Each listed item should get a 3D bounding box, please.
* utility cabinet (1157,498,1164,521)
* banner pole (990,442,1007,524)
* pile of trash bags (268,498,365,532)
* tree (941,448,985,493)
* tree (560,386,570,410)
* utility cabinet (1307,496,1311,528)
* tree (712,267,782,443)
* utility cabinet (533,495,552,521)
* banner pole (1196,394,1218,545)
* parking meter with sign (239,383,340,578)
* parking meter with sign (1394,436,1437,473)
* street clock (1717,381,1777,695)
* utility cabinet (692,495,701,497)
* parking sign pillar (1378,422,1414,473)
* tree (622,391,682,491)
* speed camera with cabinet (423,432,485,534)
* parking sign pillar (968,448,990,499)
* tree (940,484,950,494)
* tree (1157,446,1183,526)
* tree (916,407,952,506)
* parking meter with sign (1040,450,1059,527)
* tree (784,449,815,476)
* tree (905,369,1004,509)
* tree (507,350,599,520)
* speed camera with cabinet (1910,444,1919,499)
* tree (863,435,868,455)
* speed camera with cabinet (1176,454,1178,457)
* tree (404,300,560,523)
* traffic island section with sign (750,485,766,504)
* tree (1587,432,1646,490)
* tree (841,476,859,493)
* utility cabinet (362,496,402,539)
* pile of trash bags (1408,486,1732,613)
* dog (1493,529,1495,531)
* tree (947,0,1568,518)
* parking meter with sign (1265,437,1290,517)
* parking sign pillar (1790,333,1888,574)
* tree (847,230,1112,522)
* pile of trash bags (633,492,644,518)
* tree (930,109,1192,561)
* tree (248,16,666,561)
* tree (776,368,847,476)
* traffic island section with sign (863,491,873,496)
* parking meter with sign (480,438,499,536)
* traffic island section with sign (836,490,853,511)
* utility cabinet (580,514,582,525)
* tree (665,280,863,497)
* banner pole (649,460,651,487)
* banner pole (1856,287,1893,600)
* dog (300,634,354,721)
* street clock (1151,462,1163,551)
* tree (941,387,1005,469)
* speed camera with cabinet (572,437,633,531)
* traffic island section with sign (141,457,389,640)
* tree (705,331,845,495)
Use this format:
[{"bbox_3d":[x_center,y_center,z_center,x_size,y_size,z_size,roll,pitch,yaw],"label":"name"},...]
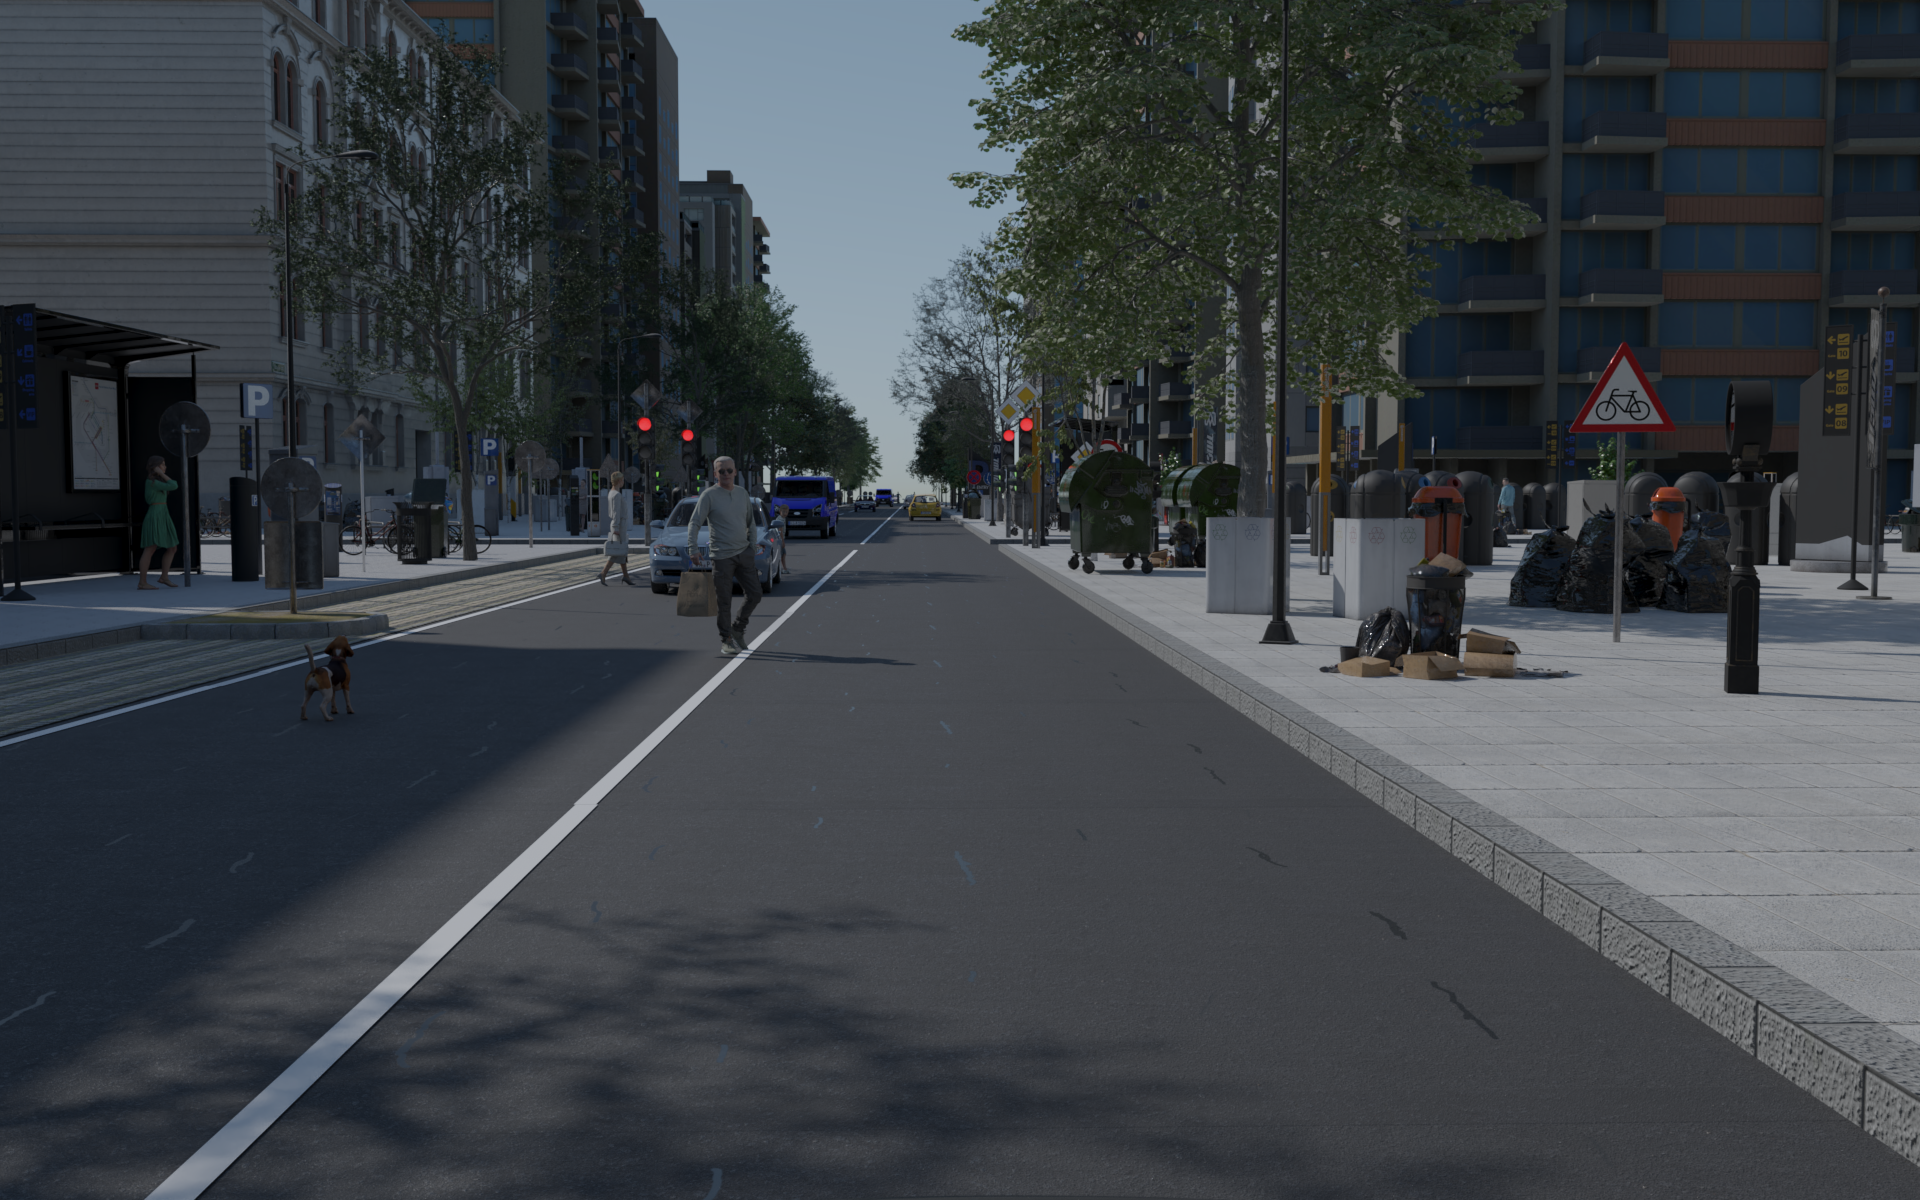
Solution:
[{"bbox_3d":[9.356,-4.294,81.371,0.306,1.237,1.020,2,4,30],"label":"utility cabinet"},{"bbox_3d":[1.688,-5.111,73.574,0.863,3.779,0.401,1,4,11],"label":"banner pole"},{"bbox_3d":[-22.027,-3.038,59.427,3.447,1.369,1.912,-1,4,-8],"label":"pile of trash bags"},{"bbox_3d":[0.288,-8.411,121.240,4.285,4.588,4.351,0,3,0],"label":"tree"},{"bbox_3d":[-19.661,-7.691,76.109,4.737,8.622,4.395,0,3,0],"label":"tree"},{"bbox_3d":[13.284,-3.406,66.849,0.306,1.237,1.020,0,4,-6],"label":"utility cabinet"},{"bbox_3d":[-10.720,-8.118,67.140,8.767,10.594,7.601,1,4,16],"label":"tree"},{"bbox_3d":[-19.682,-4.297,81.420,0.306,1.237,1.020,1,4,14],"label":"utility cabinet"},{"bbox_3d":[6.152,-3.268,43.452,0.863,3.779,0.401,-2,4,-33],"label":"banner pole"},{"bbox_3d":[-10.395,-1.879,26.990,1.738,3.016,0.543,2,4,31],"label":"parking meter with sign"},{"bbox_3d":[13.491,-3.436,52.438,1.738,3.016,0.543,1,4,9],"label":"parking meter with sign"},{"bbox_3d":[5.049,-0.401,11.134,0.358,2.002,0.471,1,4,17],"label":"street clock"},{"bbox_3d":[-12.560,-4.426,83.529,1.020,1.237,0.306,-3,4,-38],"label":"utility cabinet"},{"bbox_3d":[16.473,-4.709,65.470,1.447,3.967,1.447,2,4,33],"label":"parking sign pillar"},{"bbox_3d":[-20.795,-10.250,117.947,4.360,8.622,3.978,0,3,0],"label":"tree"},{"bbox_3d":[-16.137,-3.749,55.634,2.038,3.252,0.660,-2,4,-33],"label":"speed camera with cabinet"},{"bbox_3d":[1.131,-6.856,100.573,1.447,3.967,1.447,0,4,-7],"label":"parking sign pillar"},{"bbox_3d":[-2.485,-16.547,265.147,1.663,3.219,1.824,0,3,0],"label":"tree"},{"bbox_3d":[8.685,-4.610,69.980,1.663,3.219,1.824,0,3,0],"label":"tree"},{"bbox_3d":[-1.005,-16.275,191.857,9.928,11.665,9.643,0,3,0],"label":"tree"},{"bbox_3d":[3.188,-4.388,68.001,0.543,3.016,1.738,-3,4,-39],"label":"parking meter with sign"},{"bbox_3d":[-13.464,-11.905,145.016,4.360,8.622,3.978,0,3,0],"label":"tree"},{"bbox_3d":[-0.109,-14.445,153.188,9.611,12.733,9.660,0,3,0],"label":"tree"},{"bbox_3d":[-19.705,-8.177,84.060,4.360,8.622,3.978,0,3,0],"label":"tree"},{"bbox_3d":[36.458,-4.290,64.481,2.038,3.252,0.660,-1,4,-14],"label":"speed camera with cabinet"},{"bbox_3d":[-11.618,-10.271,93.680,9.928,11.665,9.643,0,3,0],"label":"tree"},{"bbox_3d":[11.263,-5.533,84.801,0.660,3.252,2.038,-3,5,-41],"label":"speed camera with cabinet"},{"bbox_3d":[-18.499,-7.029,65.286,4.737,8.622,4.395,0,3,0],"label":"tree"},{"bbox_3d":[-8.493,-3.952,73.244,1.989,1.847,2.006,0,4,-1],"label":"traffic island section with sign"},{"bbox_3d":[20.076,-3.610,53.623,1.663,3.219,1.824,0,3,0],"label":"tree"},{"bbox_3d":[-16.012,-16.272,249.765,4.285,4.588,4.351,0,3,0],"label":"tree"},{"bbox_3d":[-17.896,-2.598,53.632,0.306,1.237,1.020,2,4,35],"label":"utility cabinet"},{"bbox_3d":[6.737,-0.588,19.371,3.447,1.369,1.912,0,4,-2],"label":"pile of trash bags"},{"bbox_3d":[14.180,-1.674,46.664,0.406,0.507,0.540,2,4,24],"label":"dog"},{"bbox_3d":[3.321,-6.266,20.583,7.486,12.596,7.792,0,3,0],"label":"tree"},{"bbox_3d":[9.464,-3.409,52.004,0.543,3.016,1.738,1,4,20],"label":"parking meter with sign"},{"bbox_3d":[14.542,-2.451,28.551,1.447,3.967,1.447,-2,4,-30],"label":"parking sign pillar"},{"bbox_3d":[1.842,-10.402,80.444,12.009,13.543,11.850,0,3,0],"label":"tree"},{"bbox_3d":[-16.886,-4.839,88.864,1.912,1.369,3.447,0,3,0],"label":"pile of trash bags"},{"bbox_3d":[2.402,-5.058,33.067,4.737,8.622,4.395,0,3,0],"label":"tree"},{"bbox_3d":[-9.486,-6.055,33.415,8.767,10.594,7.601,-1,4,-11],"label":"tree"},{"bbox_3d":[-13.707,-15.590,165.264,12.009,13.543,11.850,0,3,0],"label":"tree"},{"bbox_3d":[-13.343,-15.358,259.737,1.989,1.847,2.006,0,4,-1],"label":"traffic island section with sign"},{"bbox_3d":[-14.519,-3.504,53.544,0.543,3.016,1.738,-1,4,-16],"label":"parking meter with sign"},{"bbox_3d":[-10.510,-8.677,150.503,1.989,1.847,2.006,0,4,-1],"label":"traffic island section with sign"},{"bbox_3d":[-14.497,-3.412,66.940,1.020,1.237,0.306,-1,4,-15],"label":"utility cabinet"},{"bbox_3d":[-10.725,-9.653,83.586,9.928,11.665,9.643,0,3,0],"label":"tree"},{"bbox_3d":[-19.137,-7.150,106.917,0.401,3.779,0.863,2,4,30],"label":"banner pole"},{"bbox_3d":[11.013,-1.886,20.855,0.401,3.779,0.863,3,5,40],"label":"banner pole"},{"bbox_3d":[-4.068,0.499,11.128,0.406,0.507,0.540,-2,4,-35],"label":"dog"},{"bbox_3d":[4.357,-2.088,38.713,0.358,2.002,0.471,0,4,3],"label":"street clock"},{"bbox_3d":[0.973,-9.665,108.387,4.360,8.622,3.978,0,3,0],"label":"tree"},{"bbox_3d":[-12.521,-4.055,60.642,2.038,3.252,0.660,1,4,12],"label":"speed camera with cabinet"},{"bbox_3d":[-7.054,-0.566,17.890,1.989,1.847,2.006,0,4,-1],"label":"traffic island section with sign"},{"bbox_3d":[-12.609,-12.238,117.100,9.611,12.733,9.660,0,3,0],"label":"tree"}]
